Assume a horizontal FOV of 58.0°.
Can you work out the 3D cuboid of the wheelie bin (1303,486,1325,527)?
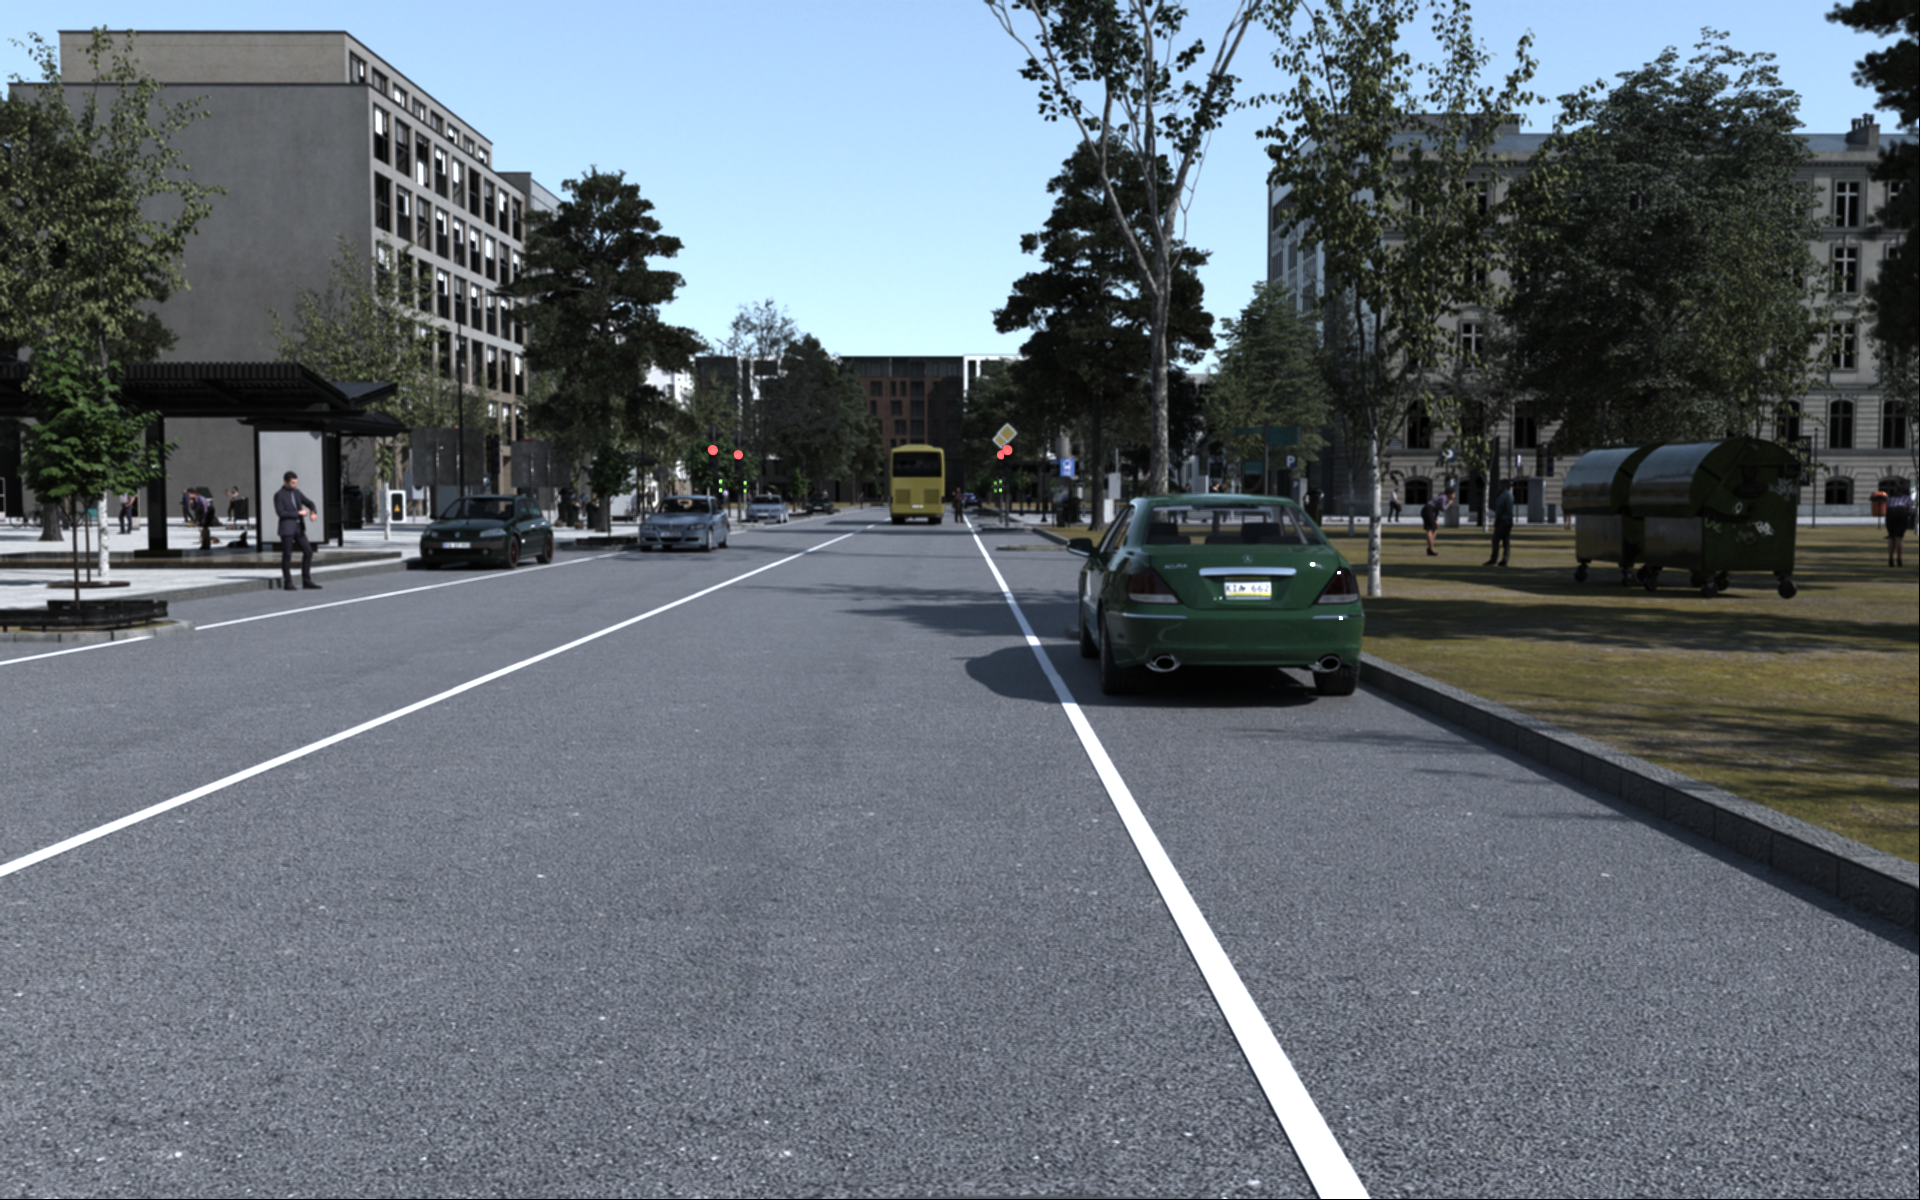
[{"bbox_3d":[13.859,-3.661,67.771,0.693,1.594,0.980,3,4,37],"label":"wheelie bin"}]

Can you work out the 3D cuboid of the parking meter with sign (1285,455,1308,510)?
[{"bbox_3d":[15.370,-5.013,78.220,0.543,3.016,1.738,3,5,41],"label":"parking meter with sign"}]

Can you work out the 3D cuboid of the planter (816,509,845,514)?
[{"bbox_3d":[-9.528,-6.507,127.535,1.991,0.319,1.994,0,4,0],"label":"planter"}]

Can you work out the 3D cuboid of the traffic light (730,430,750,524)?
[{"bbox_3d":[-9.581,-5.265,75.326,0.839,4.213,0.868,0,4,0],"label":"traffic light"}]

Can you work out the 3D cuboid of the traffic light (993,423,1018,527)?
[{"bbox_3d":[1.816,-4.781,67.408,0.839,4.213,0.868,0,4,0],"label":"traffic light"}]

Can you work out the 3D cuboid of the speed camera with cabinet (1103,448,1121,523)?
[{"bbox_3d":[6.459,-4.976,75.694,0.660,3.252,2.038,-1,4,-12],"label":"speed camera with cabinet"}]

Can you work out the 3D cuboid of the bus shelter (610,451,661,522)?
[{"bbox_3d":[-15.811,-5.466,83.296,2.014,3.302,5.546,0,4,0],"label":"bus shelter"}]

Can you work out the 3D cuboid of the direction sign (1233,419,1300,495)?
[{"bbox_3d":[11.167,-4.488,62.149,2.525,3.948,1.411,2,4,31],"label":"direction sign"}]

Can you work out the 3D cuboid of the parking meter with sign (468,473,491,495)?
[{"bbox_3d":[-17.035,-3.998,61.626,1.738,3.016,0.543,3,5,44],"label":"parking meter with sign"}]

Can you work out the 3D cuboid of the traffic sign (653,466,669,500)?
[{"bbox_3d":[-13.793,-4.883,79.939,0.768,2.556,0.104,0,4,5],"label":"traffic sign"}]

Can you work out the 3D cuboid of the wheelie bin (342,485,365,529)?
[{"bbox_3d":[-22.289,-3.404,63.569,0.693,1.594,0.980,3,4,39],"label":"wheelie bin"}]

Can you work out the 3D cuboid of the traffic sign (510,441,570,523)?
[{"bbox_3d":[-16.047,-4.426,66.236,2.265,3.308,0.079,0,4,1],"label":"traffic sign"}]

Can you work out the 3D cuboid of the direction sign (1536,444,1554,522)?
[{"bbox_3d":[26.530,-5.296,78.589,0.379,3.537,0.876,-3,4,-39],"label":"direction sign"}]

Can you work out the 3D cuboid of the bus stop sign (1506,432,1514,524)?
[{"bbox_3d":[23.686,-5.266,74.810,0.416,3.939,0.855,0,4,4],"label":"bus stop sign"}]

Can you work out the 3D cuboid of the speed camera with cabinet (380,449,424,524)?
[{"bbox_3d":[-24.259,-4.952,75.309,0.660,3.252,2.038,2,4,29],"label":"speed camera with cabinet"}]

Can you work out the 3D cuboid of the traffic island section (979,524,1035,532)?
[{"bbox_3d":[1.856,-2.767,67.521,2.009,0.180,2.903,0,4,0],"label":"traffic island section"}]

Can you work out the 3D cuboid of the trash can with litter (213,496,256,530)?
[{"bbox_3d":[-25.731,-3.163,62.770,2.233,1.210,1.678,0,4,5],"label":"trash can with litter"}]

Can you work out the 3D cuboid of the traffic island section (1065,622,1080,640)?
[{"bbox_3d":[2.087,0.321,17.626,1.991,0.108,1.994,0,4,0],"label":"traffic island section"}]

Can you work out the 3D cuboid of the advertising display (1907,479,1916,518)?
[{"bbox_3d":[42.058,-4.358,76.465,0.974,1.923,0.123,-3,5,-40],"label":"advertising display"}]

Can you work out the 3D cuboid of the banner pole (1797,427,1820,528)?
[{"bbox_3d":[31.973,-4.603,65.279,0.863,3.779,0.401,2,4,25],"label":"banner pole"}]

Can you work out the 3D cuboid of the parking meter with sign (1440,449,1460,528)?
[{"bbox_3d":[18.736,-4.270,66.069,0.543,3.016,1.738,0,4,4],"label":"parking meter with sign"}]

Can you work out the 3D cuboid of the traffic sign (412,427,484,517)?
[{"bbox_3d":[-15.673,-3.616,53.001,2.265,3.308,0.079,0,4,6],"label":"traffic sign"}]

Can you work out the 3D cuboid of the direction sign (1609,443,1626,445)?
[{"bbox_3d":[30.385,-5.631,80.825,1.411,3.948,2.525,1,4,19],"label":"direction sign"}]

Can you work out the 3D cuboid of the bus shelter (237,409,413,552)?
[{"bbox_3d":[-14.336,-2.790,39.548,2.014,3.302,5.546,0,3,0],"label":"bus shelter"}]

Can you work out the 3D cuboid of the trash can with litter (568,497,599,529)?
[{"bbox_3d":[-13.602,-3.162,63.081,1.055,1.170,0.624,0,4,-2],"label":"trash can with litter"}]

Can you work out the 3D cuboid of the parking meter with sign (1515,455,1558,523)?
[{"bbox_3d":[25.340,-4.883,76.090,1.738,3.016,0.543,2,4,31],"label":"parking meter with sign"}]

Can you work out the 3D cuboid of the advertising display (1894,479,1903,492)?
[{"bbox_3d":[41.283,-4.344,76.245,0.123,1.923,0.974,1,4,16],"label":"advertising display"}]

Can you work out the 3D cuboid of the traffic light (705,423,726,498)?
[{"bbox_3d":[-9.545,-4.777,67.341,0.839,4.213,0.868,0,4,0],"label":"traffic light"}]

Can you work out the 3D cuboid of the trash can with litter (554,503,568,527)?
[{"bbox_3d":[-15.193,-3.388,66.782,1.055,1.170,0.624,-1,4,-11],"label":"trash can with litter"}]

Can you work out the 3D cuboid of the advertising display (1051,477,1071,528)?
[{"bbox_3d":[3.871,-3.735,66.273,0.123,1.923,0.974,-3,5,-42],"label":"advertising display"}]

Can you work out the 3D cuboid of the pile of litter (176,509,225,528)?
[{"bbox_3d":[-29.357,-3.244,67.003,1.719,0.858,1.176,-1,4,-17],"label":"pile of litter"}]

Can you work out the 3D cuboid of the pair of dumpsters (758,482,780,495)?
[{"bbox_3d":[-15.808,-8.589,142.923,1.574,2.255,4.436,0,4,0],"label":"pair of dumpsters"}]

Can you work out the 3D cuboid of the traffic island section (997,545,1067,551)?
[{"bbox_3d":[1.953,-1.327,44.569,1.991,0.108,1.994,0,4,0],"label":"traffic island section"}]

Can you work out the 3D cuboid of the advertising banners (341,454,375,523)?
[{"bbox_3d":[-26.529,-4.893,76.196,2.074,3.025,0.090,2,4,30],"label":"advertising banners"}]

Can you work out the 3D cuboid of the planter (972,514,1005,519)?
[{"bbox_3d":[1.696,-4.833,100.164,1.991,0.319,1.994,0,4,0],"label":"planter"}]

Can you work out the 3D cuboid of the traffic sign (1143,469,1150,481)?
[{"bbox_3d":[9.561,-5.336,87.239,0.884,2.594,0.081,0,4,7],"label":"traffic sign"}]

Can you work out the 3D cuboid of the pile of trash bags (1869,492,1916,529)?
[{"bbox_3d":[34.752,-3.229,62.552,3.447,1.369,1.912,1,4,19],"label":"pile of trash bags"}]

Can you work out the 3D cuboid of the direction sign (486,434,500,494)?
[{"bbox_3d":[-17.796,-4.530,66.059,0.876,3.537,0.379,3,5,43],"label":"direction sign"}]

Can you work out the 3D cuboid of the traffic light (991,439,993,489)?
[{"bbox_3d":[1.780,-5.269,75.393,0.839,4.213,0.868,0,4,0],"label":"traffic light"}]

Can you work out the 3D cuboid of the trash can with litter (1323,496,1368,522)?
[{"bbox_3d":[17.750,-4.206,79.834,2.233,1.210,1.678,0,4,2],"label":"trash can with litter"}]

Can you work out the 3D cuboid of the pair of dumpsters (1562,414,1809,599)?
[{"bbox_3d":[9.597,-1.266,23.191,1.574,2.255,4.436,0,4,0],"label":"pair of dumpsters"}]

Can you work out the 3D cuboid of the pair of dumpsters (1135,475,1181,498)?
[{"bbox_3d":[8.789,-4.550,76.883,1.574,2.255,4.436,0,4,0],"label":"pair of dumpsters"}]

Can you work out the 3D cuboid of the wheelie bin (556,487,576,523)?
[{"bbox_3d":[-17.429,-4.212,76.773,0.693,1.594,0.980,1,4,22],"label":"wheelie bin"}]

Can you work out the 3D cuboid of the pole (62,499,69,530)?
[{"bbox_3d":[-32.177,-4.182,62.221,0.158,3.312,0.155,0,3,0],"label":"pole"}]

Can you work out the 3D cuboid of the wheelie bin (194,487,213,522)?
[{"bbox_3d":[-34.644,-4.358,79.157,0.693,1.594,0.980,2,4,25],"label":"wheelie bin"}]

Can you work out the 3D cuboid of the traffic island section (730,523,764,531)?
[{"bbox_3d":[-9.621,-3.253,75.459,2.009,0.180,2.903,0,4,0],"label":"traffic island section"}]

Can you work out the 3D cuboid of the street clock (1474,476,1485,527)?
[{"bbox_3d":[20.563,-3.907,68.444,0.471,2.002,0.358,0,4,5],"label":"street clock"}]
